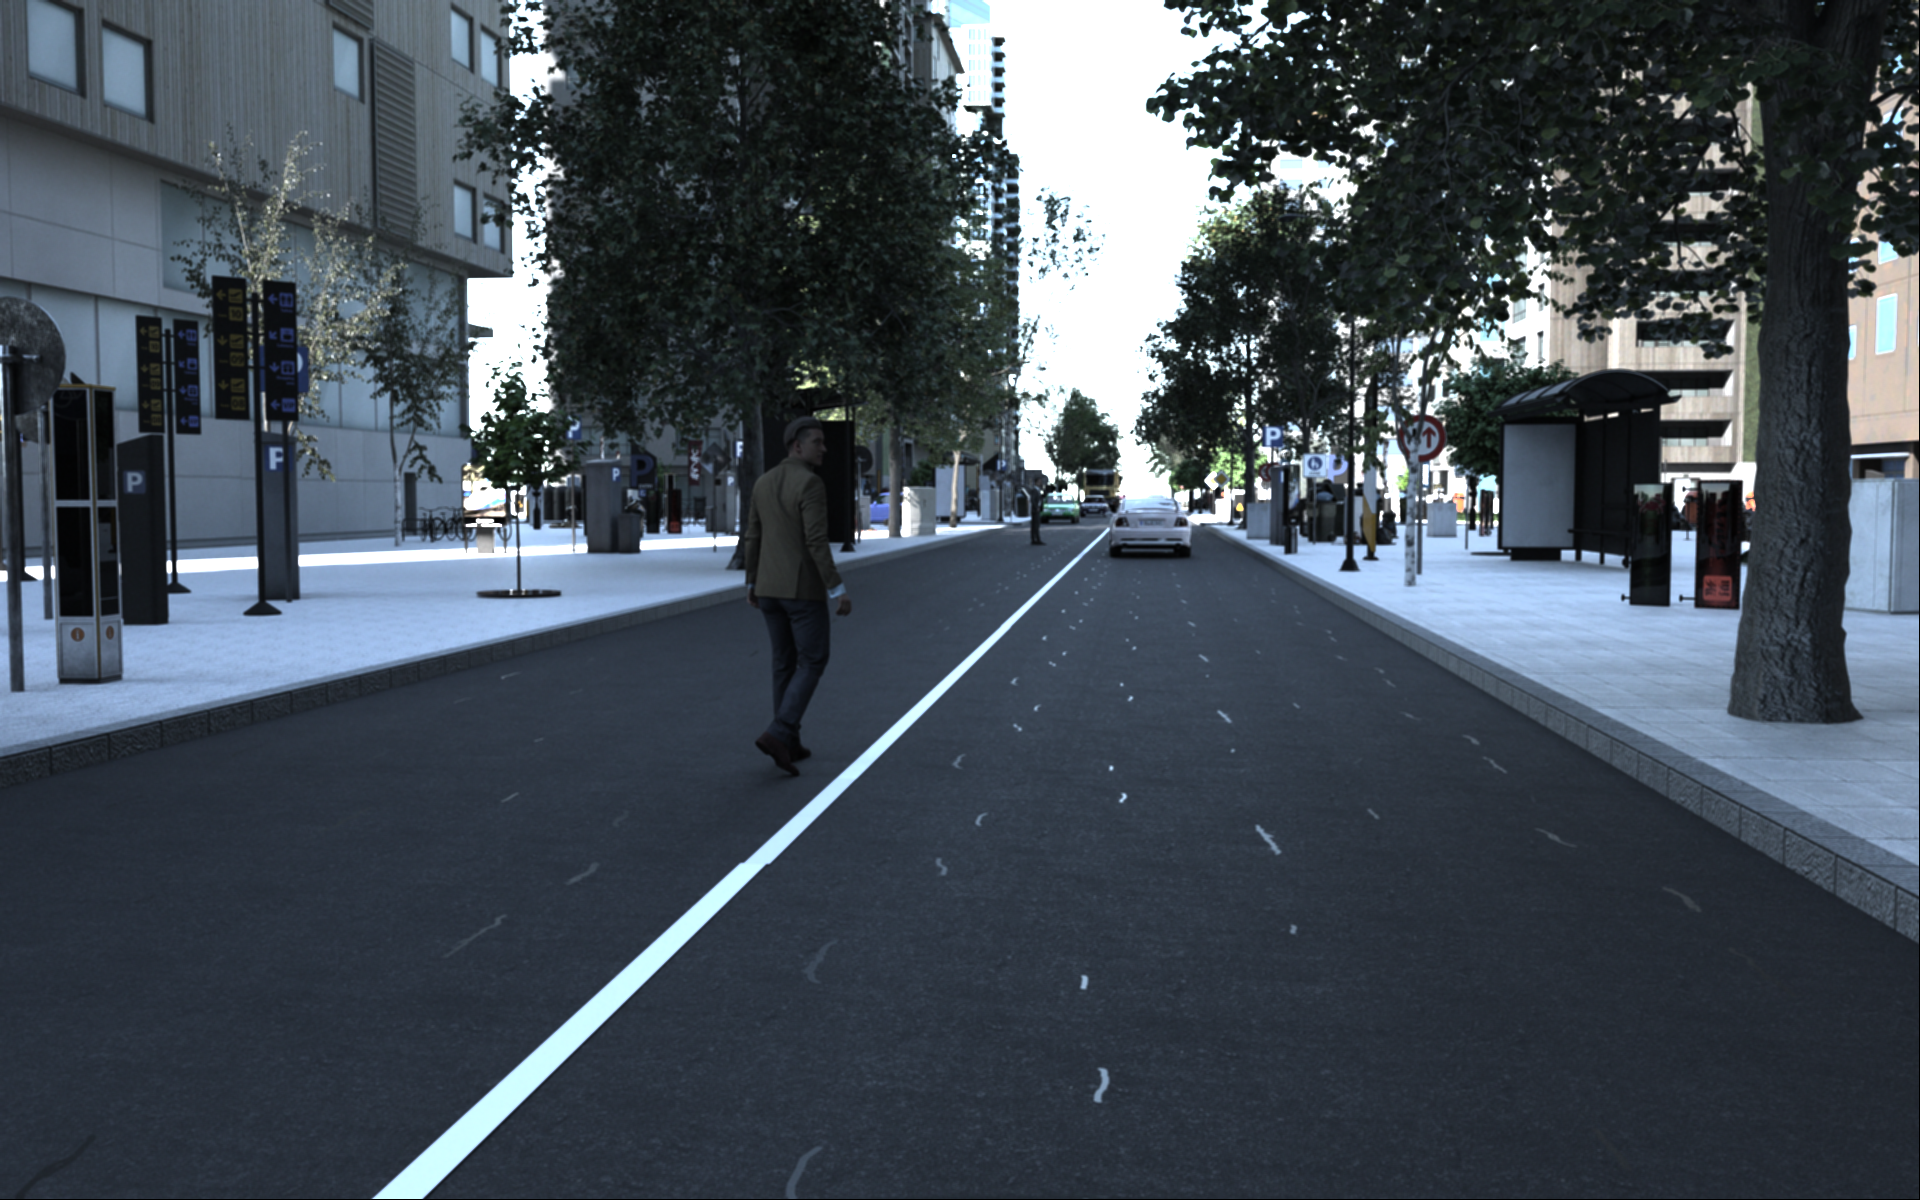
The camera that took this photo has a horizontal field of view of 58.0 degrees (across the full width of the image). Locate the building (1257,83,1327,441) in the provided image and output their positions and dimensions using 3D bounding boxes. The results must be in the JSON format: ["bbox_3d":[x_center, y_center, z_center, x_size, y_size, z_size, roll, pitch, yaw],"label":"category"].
[{"bbox_3d":[60.076,-52.569,297.760,20.563,71.187,20.611,0,4,6],"label":"building"}]

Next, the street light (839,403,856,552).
[{"bbox_3d":[-1.953,-4.015,38.181,1.470,5.913,1.316,0,4,6],"label":"street light"}]

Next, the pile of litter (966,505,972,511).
[{"bbox_3d":[0.147,-7.103,130.097,1.719,0.858,1.176,1,4,9],"label":"pile of litter"}]

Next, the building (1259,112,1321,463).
[{"bbox_3d":[57.962,-44.728,273.298,21.231,58.520,28.212,0,4,6],"label":"building"}]

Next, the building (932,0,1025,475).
[{"bbox_3d":[0.436,-60.215,297.179,22.319,86.520,31.000,0,4,6],"label":"building"}]

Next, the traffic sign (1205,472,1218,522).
[{"bbox_3d":[11.488,-4.578,78.487,0.795,2.450,0.064,0,4,6],"label":"traffic sign"}]

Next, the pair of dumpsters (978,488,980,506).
[{"bbox_3d":[2.101,-7.329,122.320,1.574,2.255,4.437,0,4,6],"label":"pair of dumpsters"}]

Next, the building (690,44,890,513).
[{"bbox_3d":[-13.790,-28.305,146.378,14.154,41.232,14.086,0,4,6],"label":"building"}]

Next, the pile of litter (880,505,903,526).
[{"bbox_3d":[-2.662,-3.456,70.471,1.176,0.858,1.719,3,5,43],"label":"pile of litter"}]

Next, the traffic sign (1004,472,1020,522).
[{"bbox_3d":[2.348,-4.639,79.483,0.795,2.450,0.064,0,4,6],"label":"traffic sign"}]

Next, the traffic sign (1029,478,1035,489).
[{"bbox_3d":[4.648,-6.570,109.549,0.606,2.300,0.079,0,4,8],"label":"traffic sign"}]

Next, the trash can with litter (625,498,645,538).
[{"bbox_3d":[-9.727,-2.394,50.536,1.055,1.170,0.624,0,4,-4],"label":"trash can with litter"}]

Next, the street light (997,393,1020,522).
[{"bbox_3d":[2.409,-6.529,79.294,1.470,5.913,1.316,0,4,6],"label":"street light"}]

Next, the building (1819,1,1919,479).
[{"bbox_3d":[32.411,-24.215,46.034,14.600,45.320,14.200,0,4,6],"label":"building"}]

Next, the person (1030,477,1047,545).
[{"bbox_3d":[2.232,-2.525,49.138,0.474,1.900,0.648,0,4,4],"label":"person"}]

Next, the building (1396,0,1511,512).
[{"bbox_3d":[46.365,-31.217,129.998,23.786,49.044,30.456,0,4,6],"label":"building"}]

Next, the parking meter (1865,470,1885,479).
[{"bbox_3d":[22.014,-2.201,41.704,0.255,1.863,0.399,-2,4,-24],"label":"parking meter"}]

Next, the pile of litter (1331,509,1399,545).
[{"bbox_3d":[10.246,-1.835,43.969,1.719,0.858,1.176,0,4,8],"label":"pile of litter"}]

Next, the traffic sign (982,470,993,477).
[{"bbox_3d":[1.464,-5.522,90.392,0.768,2.556,0.104,0,4,8],"label":"traffic sign"}]

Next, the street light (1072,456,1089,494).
[{"bbox_3d":[10.623,-11.185,155.411,1.470,5.913,1.316,0,4,6],"label":"street light"}]

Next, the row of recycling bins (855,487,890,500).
[{"bbox_3d":[-4.826,-5.842,102.637,3.534,1.692,1.069,0,4,0],"label":"row of recycling bins"}]

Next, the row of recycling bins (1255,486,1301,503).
[{"bbox_3d":[16.867,-5.253,93.004,3.534,1.692,1.069,-2,4,-31],"label":"row of recycling bins"}]

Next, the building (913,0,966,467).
[{"bbox_3d":[-14.790,-36.834,191.474,28.713,52.752,27.495,0,4,6],"label":"building"}]

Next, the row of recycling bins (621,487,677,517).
[{"bbox_3d":[-17.090,-5.375,94.990,3.534,1.692,1.069,1,4,10],"label":"row of recycling bins"}]

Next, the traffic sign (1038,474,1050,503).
[{"bbox_3d":[5.174,-6.567,107.475,0.768,2.556,0.104,1,4,13],"label":"traffic sign"}]

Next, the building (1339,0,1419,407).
[{"bbox_3d":[46.971,-38.169,166.057,21.231,58.520,28.212,0,4,6],"label":"building"}]

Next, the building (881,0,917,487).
[{"bbox_3d":[-13.063,-44.525,166.232,20.563,71.187,20.611,0,4,6],"label":"building"}]

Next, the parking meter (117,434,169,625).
[{"bbox_3d":[-8.046,-0.692,17.028,0.399,1.863,0.255,0,4,5],"label":"parking meter"}]

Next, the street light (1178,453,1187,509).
[{"bbox_3d":[14.875,-8.471,111.045,1.470,5.913,1.316,0,4,6],"label":"street light"}]

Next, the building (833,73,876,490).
[{"bbox_3d":[-14.017,-28.987,124.050,14.600,45.320,14.200,0,4,6],"label":"building"}]

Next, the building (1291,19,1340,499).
[{"bbox_3d":[50.219,-53.968,195.055,22.319,86.520,31.000,0,4,6],"label":"building"}]

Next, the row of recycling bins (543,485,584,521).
[{"bbox_3d":[-18.726,-4.650,83.147,3.534,1.692,1.069,2,4,35],"label":"row of recycling bins"}]

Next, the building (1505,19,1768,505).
[{"bbox_3d":[38.086,-19.696,93.727,14.107,30.474,14.160,0,4,6],"label":"building"}]

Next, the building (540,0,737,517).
[{"bbox_3d":[-15.575,-25.597,102.113,14.154,41.232,14.086,0,4,6],"label":"building"}]

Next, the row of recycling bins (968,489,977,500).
[{"bbox_3d":[1.119,-8.186,140.952,1.069,1.692,3.534,0,4,2],"label":"row of recycling bins"}]

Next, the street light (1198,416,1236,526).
[{"bbox_3d":[10.443,-5.963,70.040,1.470,5.913,1.316,0,4,6],"label":"street light"}]

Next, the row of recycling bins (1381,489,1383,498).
[{"bbox_3d":[32.994,-7.928,136.733,1.069,1.692,3.534,0,4,5],"label":"row of recycling bins"}]

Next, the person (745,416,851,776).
[{"bbox_3d":[-0.855,-0.039,9.043,0.656,1.842,0.836,1,4,13],"label":"person"}]

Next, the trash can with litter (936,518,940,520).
[{"bbox_3d":[-1.099,-4.663,87.294,1.678,1.210,2.233,-2,4,-34],"label":"trash can with litter"}]

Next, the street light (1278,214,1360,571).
[{"bbox_3d":[5.976,-3.443,28.839,1.470,5.913,1.316,0,4,6],"label":"street light"}]

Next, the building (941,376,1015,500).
[{"bbox_3d":[-6.240,-25.972,269.677,27.650,21.520,28.899,0,4,6],"label":"building"}]

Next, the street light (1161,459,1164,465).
[{"bbox_3d":[27.464,-15.705,229.313,1.470,5.913,1.316,0,4,6],"label":"street light"}]

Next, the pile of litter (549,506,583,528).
[{"bbox_3d":[-14.898,-3.148,65.429,1.176,0.858,1.719,-2,4,-25],"label":"pile of litter"}]

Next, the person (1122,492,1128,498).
[{"bbox_3d":[23.156,-14.293,242.871,1.217,1.739,0.721,-3,5,-40],"label":"person"}]

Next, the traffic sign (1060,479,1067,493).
[{"bbox_3d":[8.550,-8.852,144.834,0.768,2.556,0.104,1,4,14],"label":"traffic sign"}]

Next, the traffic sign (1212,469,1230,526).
[{"bbox_3d":[10.637,-4.092,70.547,0.795,2.450,0.064,0,4,6],"label":"traffic sign"}]

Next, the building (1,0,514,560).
[{"bbox_3d":[-29.558,-27.953,46.274,27.495,52.752,28.713,0,4,6],"label":"building"}]

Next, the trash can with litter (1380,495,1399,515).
[{"bbox_3d":[26.200,-5.712,104.442,2.233,1.210,1.678,0,3,0],"label":"trash can with litter"}]

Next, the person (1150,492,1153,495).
[{"bbox_3d":[30.492,-16.424,276.903,0.709,1.838,0.599,-2,4,-33],"label":"person"}]

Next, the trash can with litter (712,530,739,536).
[{"bbox_3d":[-6.775,-2.629,54.037,2.233,1.210,1.678,3,5,40],"label":"trash can with litter"}]

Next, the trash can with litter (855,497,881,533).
[{"bbox_3d":[-3.290,-2.901,58.481,1.678,1.210,2.233,2,4,32],"label":"trash can with litter"}]

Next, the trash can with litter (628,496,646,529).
[{"bbox_3d":[-12.136,-3.257,64.302,1.678,1.210,2.233,-1,4,-15],"label":"trash can with litter"}]

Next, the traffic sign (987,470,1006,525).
[{"bbox_3d":[1.497,-4.153,71.544,0.795,2.450,0.064,0,4,6],"label":"traffic sign"}]

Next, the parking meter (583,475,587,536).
[{"bbox_3d":[-11.343,-2.905,53.213,0.255,1.863,0.399,3,5,43],"label":"parking meter"}]

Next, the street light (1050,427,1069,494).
[{"bbox_3d":[6.861,-9.051,120.519,1.470,5.913,1.316,0,4,6],"label":"street light"}]

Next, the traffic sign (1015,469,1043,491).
[{"bbox_3d":[5.554,-8.914,139.621,2.265,3.308,0.079,0,4,7],"label":"traffic sign"}]
